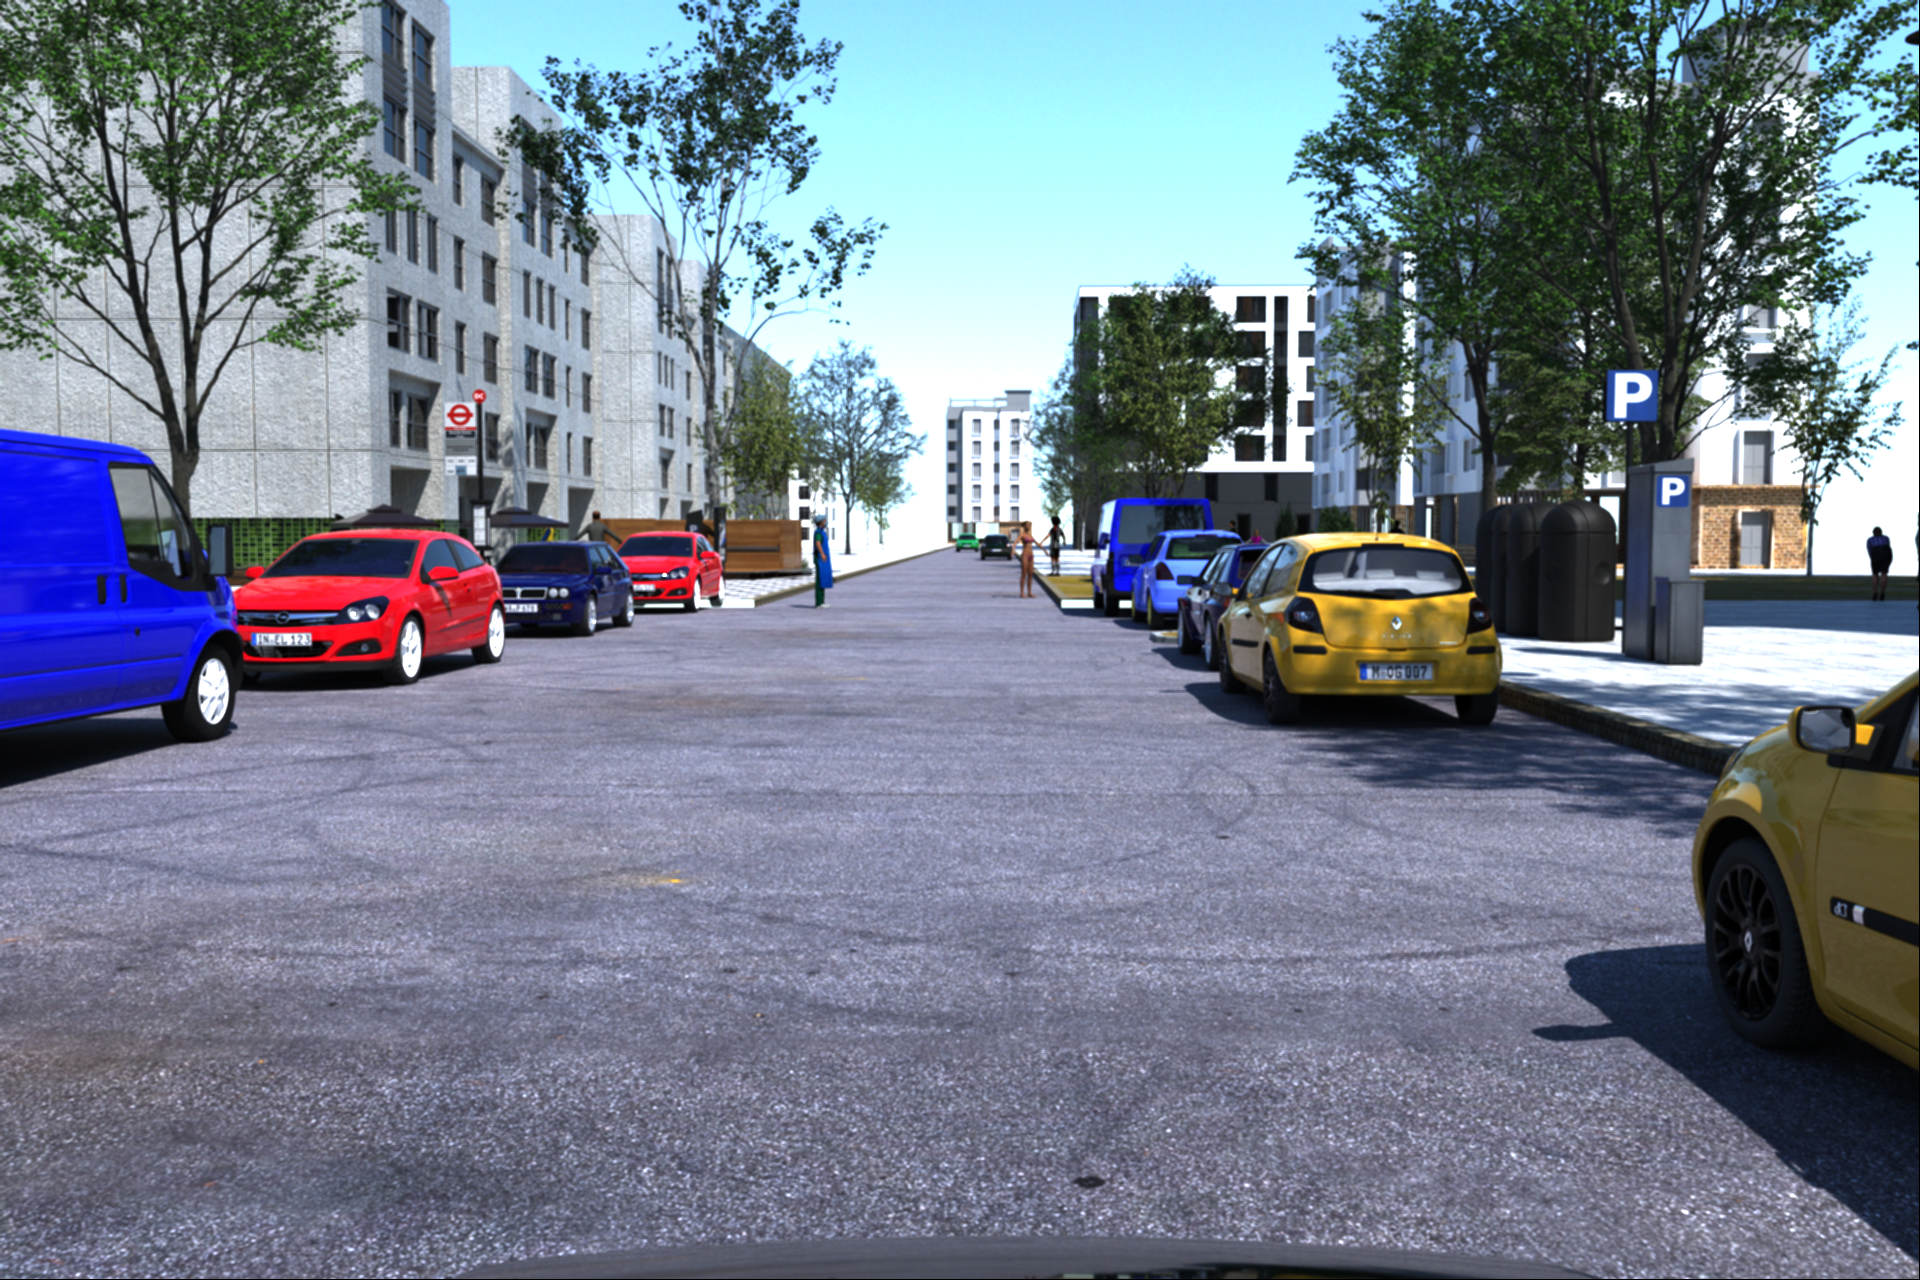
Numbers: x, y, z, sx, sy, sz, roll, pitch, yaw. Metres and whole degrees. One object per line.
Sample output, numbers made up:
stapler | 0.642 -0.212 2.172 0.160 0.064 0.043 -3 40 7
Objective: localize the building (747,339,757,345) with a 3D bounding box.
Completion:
building | -25.282 -19.121 169.050 16.016 20.090 11.380 0 4 1

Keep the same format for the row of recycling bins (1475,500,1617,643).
row of recycling bins | 7.397 -0.920 22.147 1.069 1.692 3.534 0 4 1

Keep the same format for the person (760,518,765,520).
person | -7.000 -3.390 61.289 1.347 1.847 0.705 2 4 32

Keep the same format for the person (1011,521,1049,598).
person | 1.561 -1.817 38.972 1.217 1.733 0.721 -3 5 -44

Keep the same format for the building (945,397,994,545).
building | -1.594 -22.749 230.825 11.380 20.090 16.016 0 4 1

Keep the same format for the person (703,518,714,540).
person | -6.517 -2.278 43.386 1.346 1.812 0.704 -1 4 -18

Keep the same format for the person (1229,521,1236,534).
person | 10.776 -3.825 68.725 0.705 1.806 1.347 0 4 7

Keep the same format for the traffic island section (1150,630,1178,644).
traffic island section | 3.583 -0.027 23.314 1.991 0.108 1.994 0 4 1

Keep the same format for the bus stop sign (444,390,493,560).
bus stop sign | -9.083 -2.652 32.056 0.855 3.939 0.416 0 4 0

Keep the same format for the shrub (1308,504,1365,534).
shrub | 9.531 -2.459 44.244 1.661 2.075 1.752 0 3 0

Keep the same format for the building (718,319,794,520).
building | -25.690 -19.896 156.234 19.493 23.208 18.063 0 4 1

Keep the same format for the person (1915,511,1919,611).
person | 16.104 -1.336 28.668 1.217 1.735 0.721 -3 5 -40

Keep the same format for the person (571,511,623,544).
person | -8.192 -2.005 39.056 1.348 1.796 0.705 -1 4 -13

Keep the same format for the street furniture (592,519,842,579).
street furniture | -8.455 -2.857 53.560 11.010 1.723 9.812 1 4 12

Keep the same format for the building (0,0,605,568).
building | -25.363 -12.200 65.935 16.747 18.905 31.486 0 4 1

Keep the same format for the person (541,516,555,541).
person | -11.194 -2.466 46.784 0.721 1.772 1.216 0 4 1

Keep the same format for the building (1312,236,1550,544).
building | 27.967 -15.565 110.915 16.016 20.090 11.380 0 4 1

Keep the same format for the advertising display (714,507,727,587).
advertising display | -5.746 -2.220 41.507 0.123 1.923 0.974 0 4 3

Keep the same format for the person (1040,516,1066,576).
person | 2.879 -2.858 52.874 0.704 1.843 1.345 3 4 38

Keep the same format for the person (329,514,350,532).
person | -17.195 -2.571 47.966 0.705 1.837 1.347 3 4 37

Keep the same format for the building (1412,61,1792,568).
building | 25.405 -13.425 75.914 16.016 20.090 11.380 0 4 2

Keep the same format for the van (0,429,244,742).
van | -6.121 -0.359 10.251 2.240 2.365 5.245 0 4 1

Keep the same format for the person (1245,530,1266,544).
person | 10.329 -3.130 60.445 0.991 1.433 0.599 0 4 3

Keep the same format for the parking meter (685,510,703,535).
parking meter | -6.378 -2.190 41.524 0.399 1.863 0.255 0 4 2

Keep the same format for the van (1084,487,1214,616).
van | 3.479 -1.675 31.778 2.240 2.365 5.245 0 4 0

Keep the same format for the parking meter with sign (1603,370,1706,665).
parking meter with sign | 7.116 -1.309 17.667 0.543 3.016 1.738 0 4 1

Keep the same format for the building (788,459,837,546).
building | -18.812 -15.902 202.146 9.099 9.664 28.070 0 4 2

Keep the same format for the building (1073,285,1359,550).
building | 24.216 -19.244 158.611 27.936 21.610 32.646 0 4 2

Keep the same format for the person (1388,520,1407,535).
person | 14.549 -3.111 57.587 1.216 1.740 0.721 3 4 37

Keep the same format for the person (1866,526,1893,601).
person | 17.654 -1.468 33.281 0.421 1.427 0.697 1 4 17

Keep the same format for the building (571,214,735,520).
building | -25.183 -15.005 111.781 16.747 18.905 31.486 0 4 1

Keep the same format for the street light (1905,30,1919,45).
street light | 6.955 -2.379 11.682 0.468 5.910 1.993 0 4 1

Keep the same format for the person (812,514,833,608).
person | -2.658 -1.526 33.538 0.704 1.817 1.347 0 4 -1

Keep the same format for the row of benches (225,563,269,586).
row of benches | -13.740 -1.262 36.102 4.104 0.672 1.422 2 4 30
